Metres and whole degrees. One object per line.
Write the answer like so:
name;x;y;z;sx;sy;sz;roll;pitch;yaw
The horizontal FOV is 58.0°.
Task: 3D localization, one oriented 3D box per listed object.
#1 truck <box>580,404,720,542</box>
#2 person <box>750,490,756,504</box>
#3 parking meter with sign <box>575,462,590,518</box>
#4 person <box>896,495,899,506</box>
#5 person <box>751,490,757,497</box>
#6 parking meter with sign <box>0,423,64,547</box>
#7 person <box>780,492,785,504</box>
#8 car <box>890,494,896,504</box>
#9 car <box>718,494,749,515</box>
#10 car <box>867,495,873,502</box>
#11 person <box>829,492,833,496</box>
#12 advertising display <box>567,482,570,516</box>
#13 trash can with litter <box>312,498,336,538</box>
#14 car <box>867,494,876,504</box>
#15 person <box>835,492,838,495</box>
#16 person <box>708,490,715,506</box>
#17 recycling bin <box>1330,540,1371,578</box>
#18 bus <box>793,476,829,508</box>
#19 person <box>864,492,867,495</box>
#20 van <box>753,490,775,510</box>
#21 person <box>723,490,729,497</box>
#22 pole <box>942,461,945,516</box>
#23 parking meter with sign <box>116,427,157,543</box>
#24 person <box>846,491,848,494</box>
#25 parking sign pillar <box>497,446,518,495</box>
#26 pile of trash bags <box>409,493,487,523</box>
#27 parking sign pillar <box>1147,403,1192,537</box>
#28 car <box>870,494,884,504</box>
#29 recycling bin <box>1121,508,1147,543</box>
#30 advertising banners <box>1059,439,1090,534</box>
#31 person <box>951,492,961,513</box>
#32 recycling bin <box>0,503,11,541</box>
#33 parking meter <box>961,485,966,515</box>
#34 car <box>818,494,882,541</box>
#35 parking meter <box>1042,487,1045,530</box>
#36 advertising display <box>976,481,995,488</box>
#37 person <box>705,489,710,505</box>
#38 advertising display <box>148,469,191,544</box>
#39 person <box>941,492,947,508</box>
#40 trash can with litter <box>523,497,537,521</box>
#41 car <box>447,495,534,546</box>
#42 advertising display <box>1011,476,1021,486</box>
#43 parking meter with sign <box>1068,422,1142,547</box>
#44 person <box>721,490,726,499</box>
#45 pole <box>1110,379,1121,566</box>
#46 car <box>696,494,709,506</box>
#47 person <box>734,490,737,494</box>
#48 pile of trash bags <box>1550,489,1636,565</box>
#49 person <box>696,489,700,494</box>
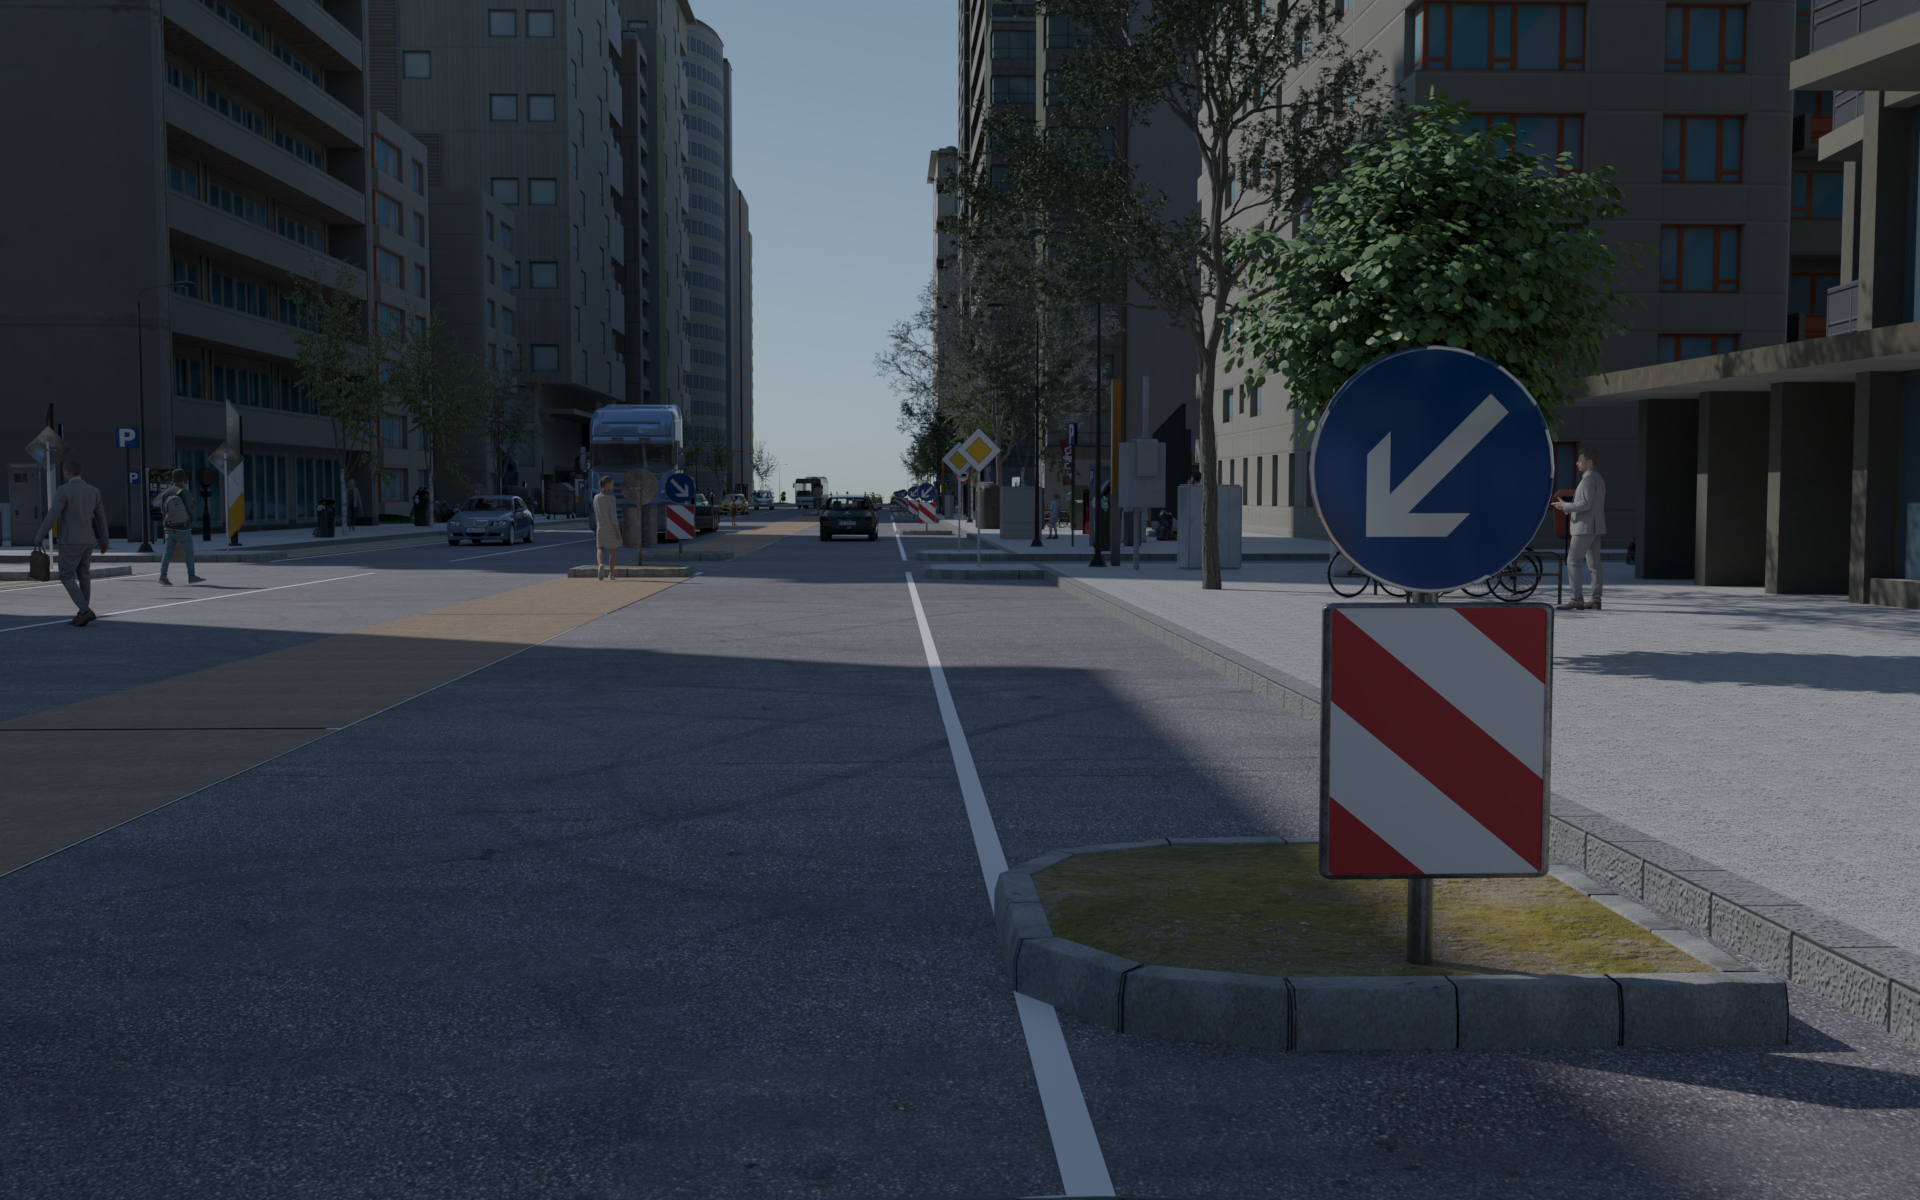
truck;-9.936;-4.168;57.910;2.967;4.110;18.799;0;4;-4
person;-27.270;-13.710;230.208;1.348;1.823;0.705;1;4;14
parking meter with sign;-20.434;-5.975;93.944;0.543;3.016;1.738;0;4;4
person;-7.210;-12.016;205.408;0.683;1.767;0.568;0;4;4
person;-27.668;-13.986;234.693;1.348;1.826;0.705;-2;4;-34
parking meter with sign;-22.970;-2.829;42.521;1.738;3.016;0.543;-2;4;-25
person;-24.918;-14.254;242.485;0.756;1.711;0.436;2;4;24
car;-8.350;-13.442;228.564;1.959;1.807;4.718;0;4;-2
car;-15.515;-6.642;118.817;2.015;1.641;3.980;0;4;-1
car;-9.068;-9.022;159.866;2.083;1.381;4.827;0;4;-4
person;-20.218;-16.120;272.027;0.705;1.831;1.348;3;5;43
advertising display;-21.837;-5.584;96.505;0.123;1.923;0.974;-1;4;-20
trash can with litter;-18.839;-2.430;51.110;0.624;1.170;1.055;-3;5;-42
car;-13.253;-15.075;256.698;2.015;1.641;3.980;0;4;-4
person;-18.163;-15.110;255.537;1.348;1.826;0.705;3;4;37
person;-26.202;-10.757;182.604;0.721;1.739;1.217;-3;5;-42
recycling bin;6.155;-0.881;26.958;0.722;1.027;0.722;0;4;6
bus;-14.942;-11.011;174.892;2.948;3.499;13.247;0;4;-1
person;-11.316;-12.057;206.347;1.217;1.736;0.721;1;4;20
van;-18.004;-9.306;159.172;2.013;2.044;4.112;0;4;-2
person;-17.854;-7.537;132.180;0.683;1.767;0.568;-1;4;-9
pole;-0.979;-6.683;103.107;0.158;3.312;0.155;0;3;0
parking meter with sign;-21.879;-3.050;46.125;0.543;3.016;1.738;-1;4;-9
person;-14.911;-13.496;229.167;0.705;1.822;1.348;-3;4;-38
parking sign pillar;-25.338;-6.639;97.026;1.447;3.967;1.447;2;4;25
pile of trash bags;-22.652;-4.121;77.135;3.447;1.369;1.912;-3;5;-40
parking sign pillar;6.370;-3.892;52.114;1.447;3.967;1.447;-3;4;-37
car;-11.597;-14.127;241.203;2.015;1.641;3.980;0;4;-1
recycling bin;4.517;-2.050;46.074;0.722;1.027;0.722;-1;4;-13
advertising banners;4.172;-3.603;55.090;2.074;3.025;0.090;0;4;-2
person;-0.465;-6.522;115.937;1.065;1.426;0.557;-1;4;-19
recycling bin;-26.135;-2.170;48.039;0.722;1.027;0.722;1;4;14
parking meter;0.212;-6.252;107.934;0.255;1.863;0.399;1;4;14
car;-3.431;-2.696;53.868;2.009;1.686;4.222;0;4;-1
parking meter;2.867;-3.313;62.578;0.372;1.533;0.369;0;3;0
advertising display;1.249;-4.884;85.071;0.974;1.923;0.123;1;4;22
person;-27.532;-11.208;188.925;0.705;1.869;1.348;-1;4;-22
advertising display;-20.268;-2.400;44.453;0.974;1.923;0.123;-1;4;-19
person;-1.573;-9.076;155.167;1.217;1.736;0.721;-1;4;-12
trash can with litter;-19.702;-4.096;78.357;0.624;1.170;1.055;3;5;41
car;-13.370;-2.296;49.542;2.014;1.417;4.499;0;4;-3
advertising display;2.017;-3.419;61.118;0.123;1.923;0.974;-1;4;-16
parking meter with sign;3.563;-2.824;42.428;1.738;3.016;0.543;-1;4;-12
person;-24.286;-10.475;178.029;1.217;1.735;0.721;-2;4;-32
pole;2.772;-2.262;30.832;0.158;3.312;0.155;0;3;0
car;-16.093;-5.803;103.679;1.959;1.807;4.718;0;4;-2
person;-17.681;-7.805;136.931;1.217;1.723;0.721;-3;5;-39
pile of trash bags;12.332;-1.294;30.906;3.447;1.369;1.912;1;4;23
person;-19.257;-7.239;126.868;1.348;1.823;0.705;3;4;38
